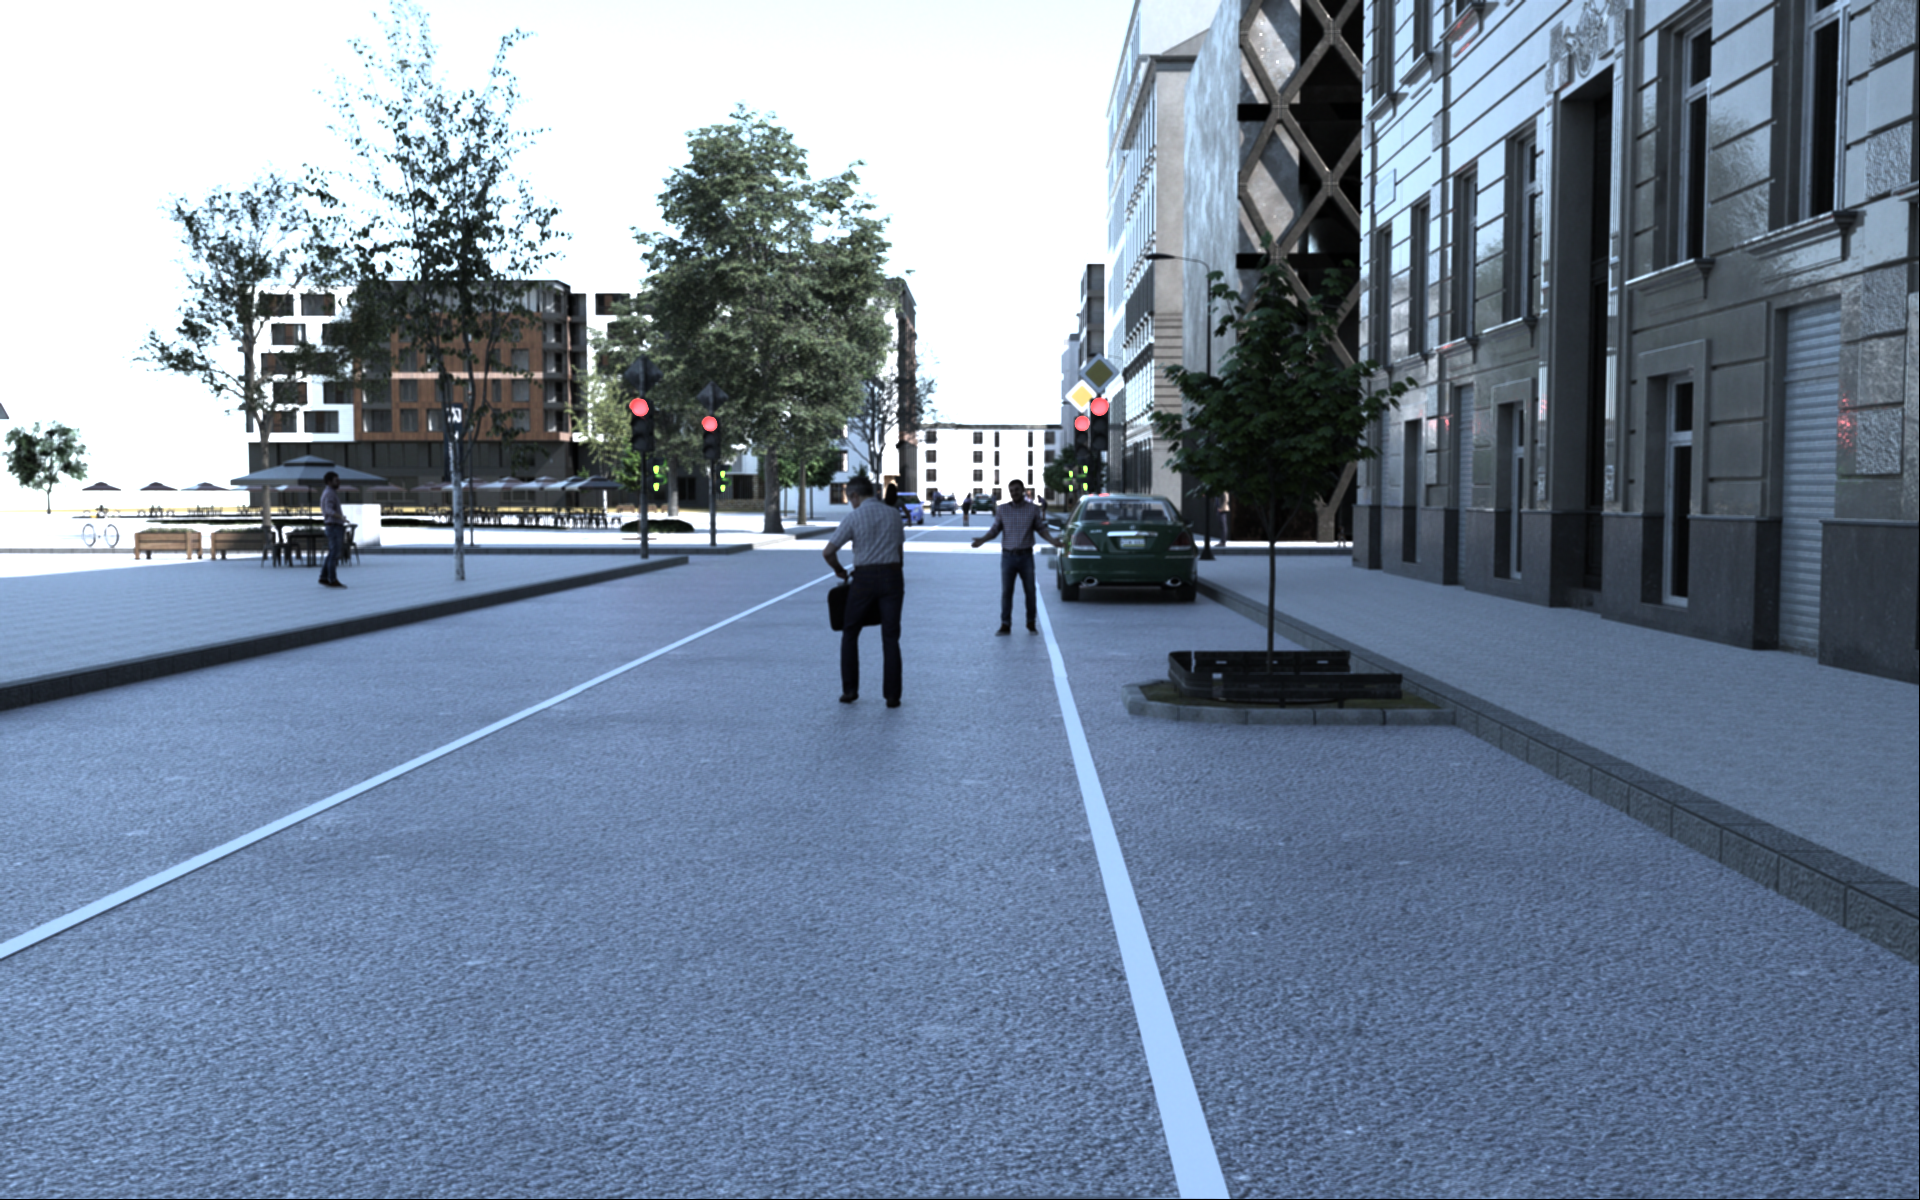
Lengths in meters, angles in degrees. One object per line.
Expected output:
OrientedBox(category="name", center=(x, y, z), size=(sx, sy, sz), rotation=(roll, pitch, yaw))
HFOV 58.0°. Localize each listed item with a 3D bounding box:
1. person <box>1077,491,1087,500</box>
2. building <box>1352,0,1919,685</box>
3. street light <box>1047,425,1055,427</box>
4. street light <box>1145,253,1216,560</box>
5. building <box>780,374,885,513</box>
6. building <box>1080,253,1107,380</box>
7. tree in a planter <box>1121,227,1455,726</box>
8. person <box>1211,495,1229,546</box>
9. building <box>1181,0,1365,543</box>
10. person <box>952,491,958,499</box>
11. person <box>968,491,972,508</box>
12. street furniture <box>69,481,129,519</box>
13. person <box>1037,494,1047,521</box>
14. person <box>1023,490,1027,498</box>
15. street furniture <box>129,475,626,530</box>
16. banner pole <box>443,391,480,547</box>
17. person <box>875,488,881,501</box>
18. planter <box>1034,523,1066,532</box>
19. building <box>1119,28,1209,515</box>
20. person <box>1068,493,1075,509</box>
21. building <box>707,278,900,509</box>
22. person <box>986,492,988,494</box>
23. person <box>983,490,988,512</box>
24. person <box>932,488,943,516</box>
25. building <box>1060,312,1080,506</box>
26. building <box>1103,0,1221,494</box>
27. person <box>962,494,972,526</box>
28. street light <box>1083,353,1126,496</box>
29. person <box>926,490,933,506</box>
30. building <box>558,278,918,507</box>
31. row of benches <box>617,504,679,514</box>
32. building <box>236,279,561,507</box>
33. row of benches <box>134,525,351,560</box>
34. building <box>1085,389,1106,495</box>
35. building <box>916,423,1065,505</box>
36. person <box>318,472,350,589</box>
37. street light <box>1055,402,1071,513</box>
OrientedBox(category="person", center=(7.118, -5.773, 100.294), size=(0.599, 1.838, 0.709), rotation=(-1, 4, -13))
OrientedBox(category="building", center=(12.272, -13.484, 17.725), size=(12.463, 27.353, 25.104), rotation=(0, 4, 2))
OrientedBox(category="street light", center=(6.594, -8.843, 117.125), size=(1.470, 5.913, 1.316), rotation=(0, 4, 2))
OrientedBox(category="street light", center=(4.267, -3.732, 33.556), size=(1.470, 5.913, 1.316), rotation=(0, 4, 2))
OrientedBox(category="building", center=(-10.239, -11.620, 132.142), size=(9.099, 9.664, 28.070), rotation=(0, 4, 2))
OrientedBox(category="building", center=(25.099, -19.498, 162.771), size=(27.936, 21.610, 32.646), rotation=(0, 4, 2))
OrientedBox(category="tree in a planter", center=(2.108, -0.882, 11.641), size=(1.991, 3.239, 1.994), rotation=(0, 4, 2))
OrientedBox(category="person", center=(6.259, -2.204, 42.616), size=(0.750, 1.759, 0.617), rotation=(1, 4, 12))
OrientedBox(category="building", center=(15.834, -11.243, 51.279), size=(16.811, 18.784, 16.820), rotation=(0, 4, 2))
OrientedBox(category="person", center=(-0.591, -9.864, 170.461), size=(0.721, 1.739, 1.217), rotation=(-3, 5, -39))
OrientedBox(category="person", center=(0.998, -10.687, 183.902), size=(0.551, 1.740, 0.621), rotation=(-3, 5, -44))
OrientedBox(category="street furniture", center=(-37.230, -5.872, 101.033), size=(27.439, 1.986, 14.083), rotation=(-2, 4, -35))
OrientedBox(category="person", center=(4.321, -4.871, 91.371), size=(0.697, 1.427, 0.421), rotation=(-3, 5, -42))
OrientedBox(category="person", center=(5.010, -7.404, 130.481), size=(0.541, 1.710, 0.530), rotation=(3, 5, 42))
OrientedBox(category="street furniture", center=(-24.173, -4.041, 71.101), size=(14.083, 1.986, 27.439), rotation=(-2, 4, -34))
OrientedBox(category="banner pole", center=(-12.102, -3.179, 41.995), size=(0.863, 3.779, 0.401), rotation=(0, 4, -6))
OrientedBox(category="person", center=(-3.697, -4.198, 78.049), size=(0.530, 1.710, 0.541), rotation=(1, 4, 12))
OrientedBox(category="planter", center=(3.675, -2.793, 66.813), size=(1.991, 0.319, 1.994), rotation=(0, 4, 2))
OrientedBox(category="building", center=(12.582, -13.973, 77.605), size=(9.793, 20.994, 18.267), rotation=(0, 4, 2))
OrientedBox(category="person", center=(9.305, -8.428, 144.621), size=(0.721, 1.735, 1.217), rotation=(-1, 4, -19))
OrientedBox(category="building", center=(-13.364, -18.072, 151.892), size=(16.016, 20.091, 11.380), rotation=(0, 4, 2))
OrientedBox(category="person", center=(2.320, -9.468, 163.752), size=(0.568, 1.767, 0.683), rotation=(3, 5, 42))
OrientedBox(category="person", center=(1.939, -8.058, 140.785), size=(0.750, 1.759, 0.617), rotation=(-1, 4, -19))
OrientedBox(category="person", center=(-1.485, -6.234, 110.289), size=(0.709, 1.838, 0.599), rotation=(0, 4, 4))
OrientedBox(category="building", center=(18.817, -20.119, 185.360), size=(16.016, 20.091, 11.380), rotation=(0, 4, 2))
OrientedBox(category="building", center=(14.815, -19.809, 101.372), size=(11.434, 29.767, 29.804), rotation=(0, 4, 2))
OrientedBox(category="person", center=(0.296, -3.959, 76.469), size=(0.421, 1.427, 0.697), rotation=(1, 4, 15))
OrientedBox(category="street light", center=(4.898, -5.178, 57.196), size=(1.470, 5.913, 1.316), rotation=(0, 4, 2))
OrientedBox(category="person", center=(-2.936, -10.561, 179.425), size=(1.217, 1.735, 0.721), rotation=(0, 4, -8))
OrientedBox(category="building", center=(-21.153, -20.459, 178.479), size=(32.646, 21.610, 27.936), rotation=(0, 4, 2))
OrientedBox(category="row of benches", center=(-20.222, -5.948, 112.706), size=(4.104, 0.672, 1.422), rotation=(0, 3, 0))
OrientedBox(category="building", center=(-54.045, -20.509, 179.296), size=(32.646, 21.610, 27.936), rotation=(0, 4, 2))
OrientedBox(category="row of benches", center=(-14.145, -1.134, 34.001), size=(4.104, 0.672, 1.422), rotation=(0, 4, -4))
OrientedBox(category="building", center=(14.633, -11.667, 132.910), size=(9.099, 9.664, 28.070), rotation=(0, 4, 2))
OrientedBox(category="building", center=(-0.513, -16.254, 207.897), size=(28.070, 9.664, 9.099), rotation=(0, 4, 2))
OrientedBox(category="person", center=(-8.525, -0.955, 23.616), size=(0.435, 1.587, 0.963), rotation=(-2, 4, -26))
OrientedBox(category="street light", center=(5.692, -7.011, 87.165), size=(1.470, 5.913, 1.316), rotation=(0, 4, 2))
